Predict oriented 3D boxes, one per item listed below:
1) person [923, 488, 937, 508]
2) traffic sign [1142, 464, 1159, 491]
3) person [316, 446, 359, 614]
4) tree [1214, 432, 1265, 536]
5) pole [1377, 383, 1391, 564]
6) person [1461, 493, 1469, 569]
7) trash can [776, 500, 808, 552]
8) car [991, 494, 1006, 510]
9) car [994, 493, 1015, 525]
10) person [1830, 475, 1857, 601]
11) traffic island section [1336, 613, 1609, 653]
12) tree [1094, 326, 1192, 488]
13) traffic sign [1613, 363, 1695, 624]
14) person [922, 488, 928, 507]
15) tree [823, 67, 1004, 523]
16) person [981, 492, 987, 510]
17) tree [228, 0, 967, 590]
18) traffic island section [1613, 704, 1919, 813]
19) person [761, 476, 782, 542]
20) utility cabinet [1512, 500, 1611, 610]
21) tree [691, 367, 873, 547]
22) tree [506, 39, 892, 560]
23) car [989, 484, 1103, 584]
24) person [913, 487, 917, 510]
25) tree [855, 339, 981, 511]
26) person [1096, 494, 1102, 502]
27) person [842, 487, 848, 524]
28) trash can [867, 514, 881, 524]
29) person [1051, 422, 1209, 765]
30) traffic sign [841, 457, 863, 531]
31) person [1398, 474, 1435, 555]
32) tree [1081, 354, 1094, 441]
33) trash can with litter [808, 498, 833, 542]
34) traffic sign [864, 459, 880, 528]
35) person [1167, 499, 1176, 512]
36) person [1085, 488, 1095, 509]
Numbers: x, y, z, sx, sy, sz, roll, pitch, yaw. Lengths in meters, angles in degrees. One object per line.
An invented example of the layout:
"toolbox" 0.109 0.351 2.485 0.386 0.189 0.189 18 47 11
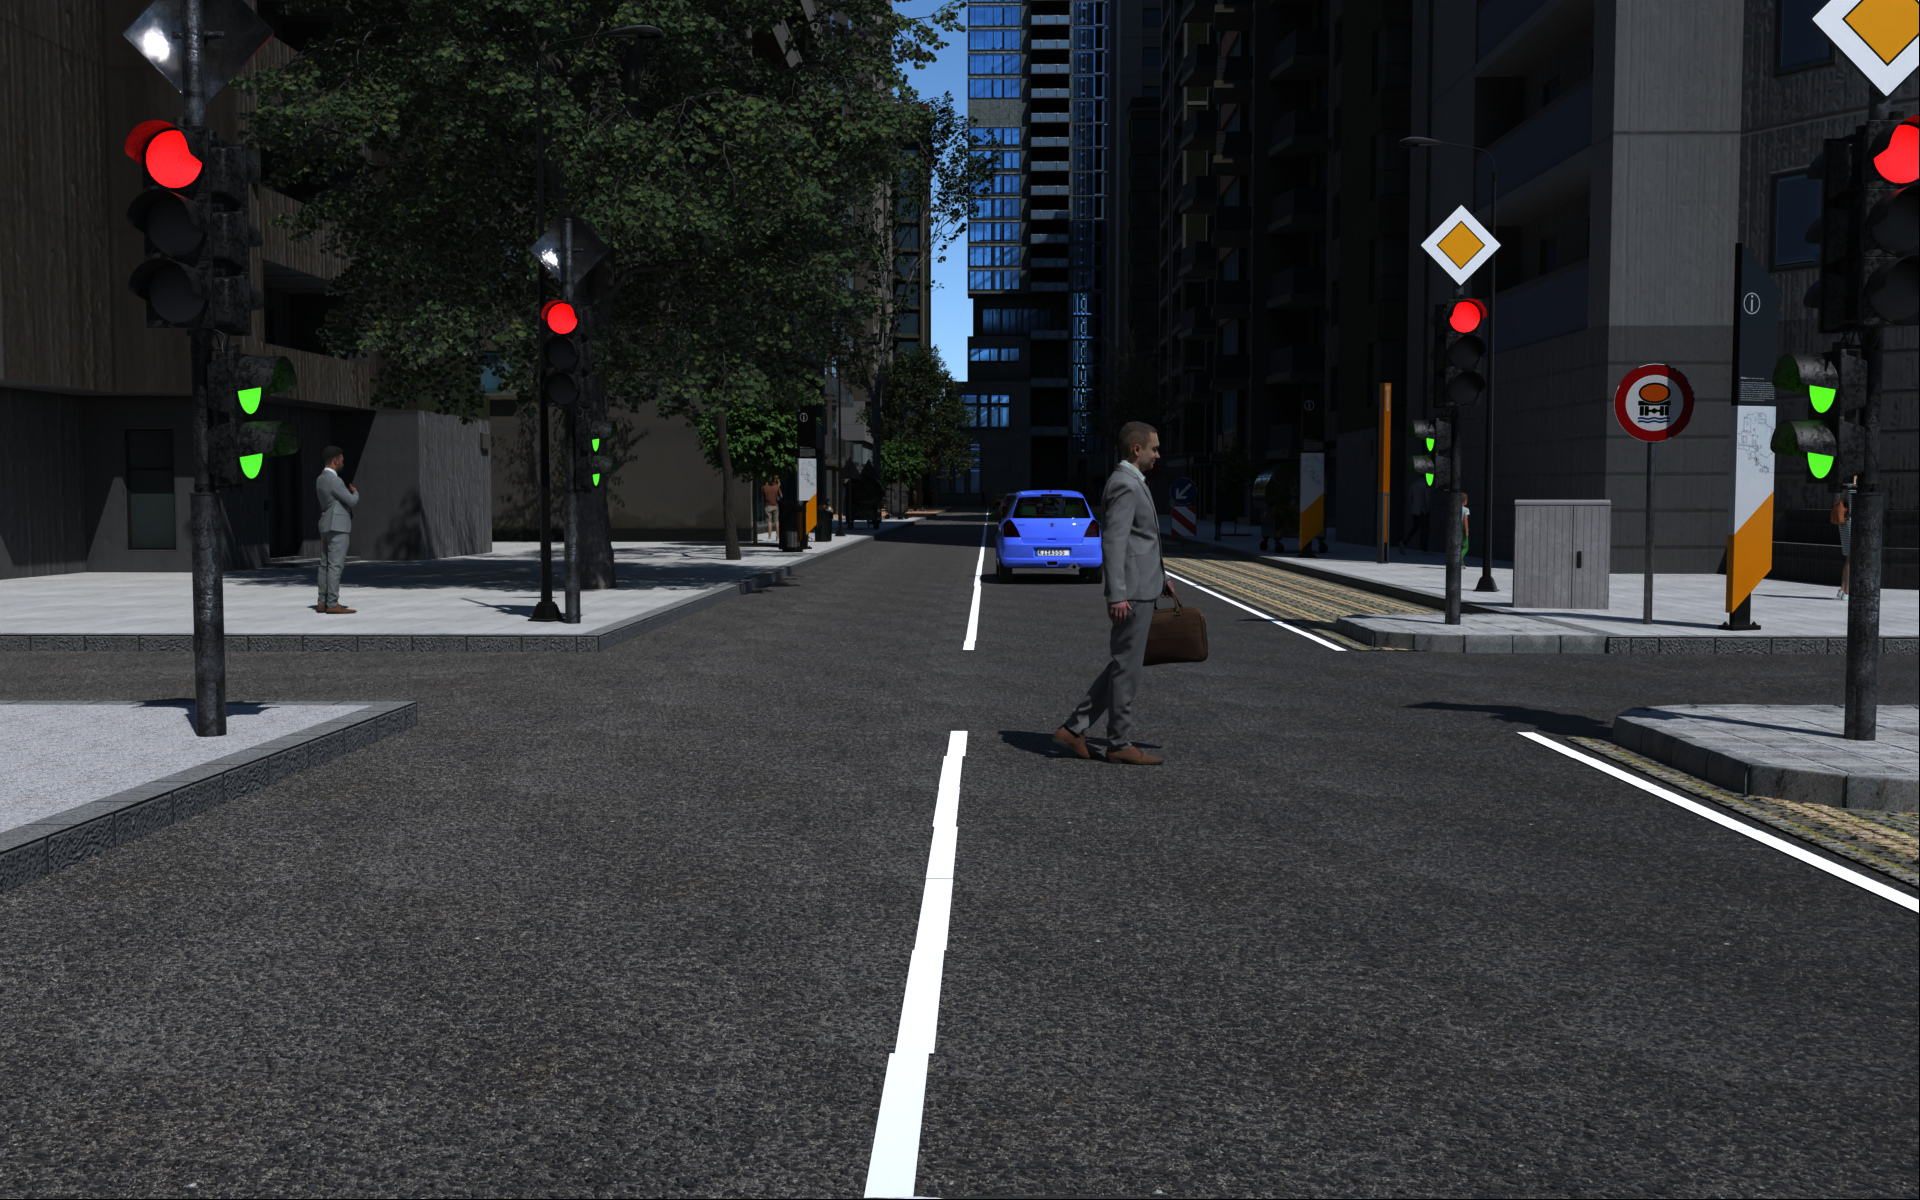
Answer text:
"person" -2.677 -9.105 154.850 1.348 1.831 0.705 0 4 6
"traffic sign" 7.597 -4.252 69.620 0.768 2.556 0.104 0 4 3
"person" -6.690 -0.762 18.684 0.511 1.800 0.466 3 4 38
"tree" 8.365 -3.575 53.045 1.663 3.219 1.824 0 3 0
"pole" 7.817 -2.329 31.925 0.158 3.312 0.155 0 3 0
"person" 8.497 -1.169 29.398 0.306 1.304 0.590 2 4 35
"trash can" -3.706 -1.630 38.303 0.748 1.137 0.748 0 3 0
"car" 3.896 -9.279 161.933 2.015 1.641 3.980 0 4 0
"car" 2.421 -3.602 67.936 2.155 1.783 4.494 0 4 2
"person" 10.747 -0.846 20.878 0.522 1.701 0.512 -1 4 -13
"traffic island section" 4.874 0.319 17.058 2.009 0.180 2.903 0 4 1
"tree" 7.968 -7.637 75.220 4.360 8.622 3.978 0 3 0
"traffic sign" 6.777 -1.033 16.992 0.768 2.556 0.104 0 4 6
"person" -3.543 -9.771 165.432 1.348 1.869 0.705 -1 4 -12
"tree" -4.917 -13.516 76.869 12.611 20.169 13.585 0 3 0
"person" 2.169 -8.853 154.712 0.593 1.643 0.415 0 4 -3
"tree" -4.905 -7.126 23.169 9.857 13.997 8.962 0 3 0
"traffic island section" 4.735 0.808 9.074 2.009 0.180 2.903 0 4 1
"person" -5.053 -2.498 46.859 0.573 1.828 0.580 2 4 26
"utility cabinet" 6.759 -0.509 19.477 1.020 1.237 0.306 1 4 18
"tree" -4.982 -3.607 42.689 4.285 4.588 4.351 0 3 0
"tree" -4.751 -6.065 33.571 7.601 10.594 8.767 1 4 12
"car" 1.455 -1.188 29.008 1.945 1.707 3.694 0 3 0
"person" -3.668 -8.341 142.417 0.705 1.824 1.348 -1 4 -15
"tree" -3.036 -12.954 128.804 9.611 12.733 9.660 0 3 0
"person" 14.135 -10.007 172.210 1.348 1.812 0.705 -1 4 -9
"person" -4.900 -4.087 73.443 0.524 1.755 0.480 1 4 14
"trash can" -3.648 -3.780 73.457 0.748 1.137 0.748 0 3 0
"person" 0.914 -0.035 9.195 0.853 1.813 0.709 0 4 3
"traffic sign" -3.857 -3.713 60.709 0.884 2.594 0.081 0 4 8
"person" 9.661 -1.873 36.512 0.795 1.843 0.661 -2 4 -23
"tree" 7.956 -8.131 83.305 4.360 8.622 3.978 0 3 0
"trash can with litter" -3.922 -2.152 46.572 1.055 1.170 0.624 0 4 -2
"traffic sign" -3.437 -3.980 65.084 0.884 2.594 0.081 1 4 9
"person" 9.928 -4.275 80.961 0.505 1.210 0.382 1 4 14
"person" 11.431 -8.981 152.974 0.705 1.812 1.348 3 5 39
